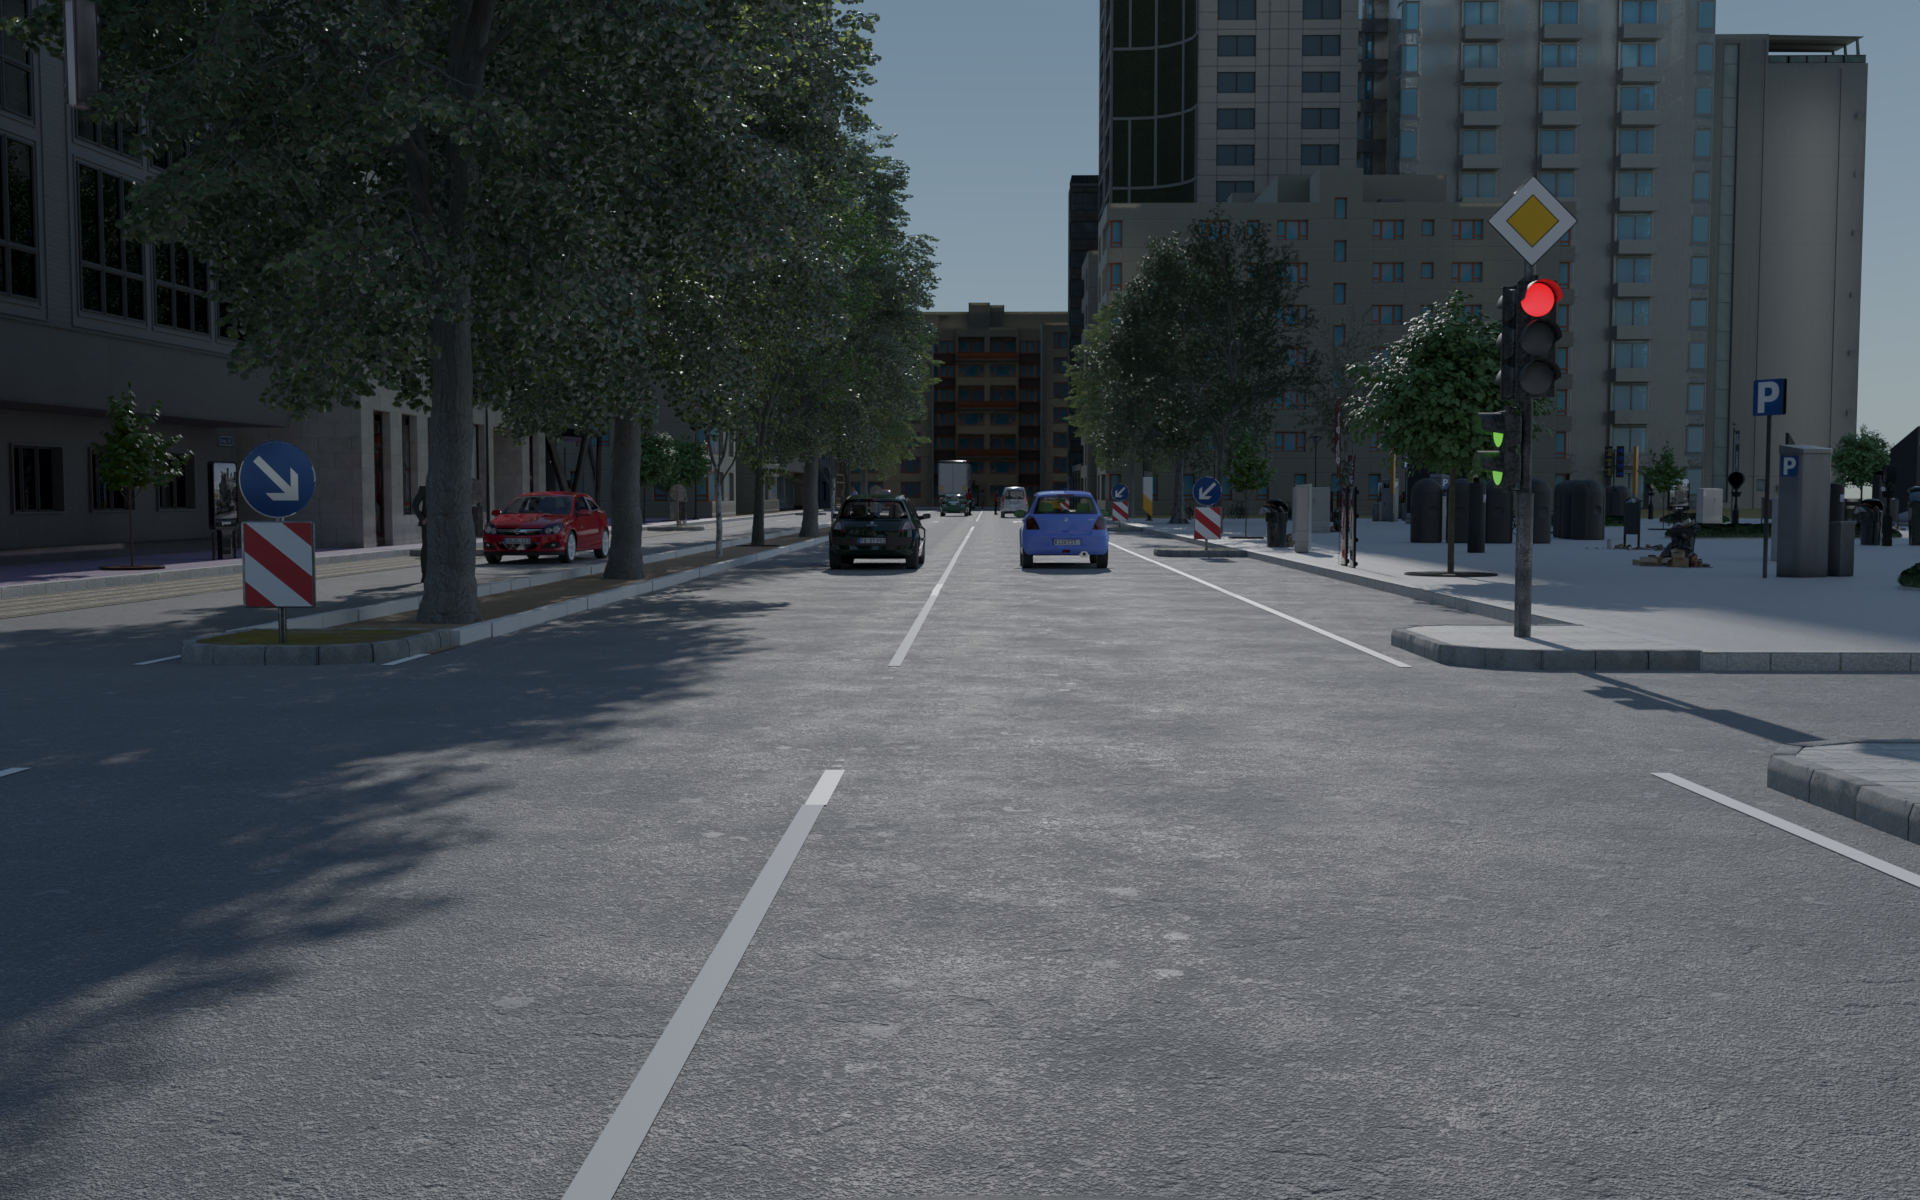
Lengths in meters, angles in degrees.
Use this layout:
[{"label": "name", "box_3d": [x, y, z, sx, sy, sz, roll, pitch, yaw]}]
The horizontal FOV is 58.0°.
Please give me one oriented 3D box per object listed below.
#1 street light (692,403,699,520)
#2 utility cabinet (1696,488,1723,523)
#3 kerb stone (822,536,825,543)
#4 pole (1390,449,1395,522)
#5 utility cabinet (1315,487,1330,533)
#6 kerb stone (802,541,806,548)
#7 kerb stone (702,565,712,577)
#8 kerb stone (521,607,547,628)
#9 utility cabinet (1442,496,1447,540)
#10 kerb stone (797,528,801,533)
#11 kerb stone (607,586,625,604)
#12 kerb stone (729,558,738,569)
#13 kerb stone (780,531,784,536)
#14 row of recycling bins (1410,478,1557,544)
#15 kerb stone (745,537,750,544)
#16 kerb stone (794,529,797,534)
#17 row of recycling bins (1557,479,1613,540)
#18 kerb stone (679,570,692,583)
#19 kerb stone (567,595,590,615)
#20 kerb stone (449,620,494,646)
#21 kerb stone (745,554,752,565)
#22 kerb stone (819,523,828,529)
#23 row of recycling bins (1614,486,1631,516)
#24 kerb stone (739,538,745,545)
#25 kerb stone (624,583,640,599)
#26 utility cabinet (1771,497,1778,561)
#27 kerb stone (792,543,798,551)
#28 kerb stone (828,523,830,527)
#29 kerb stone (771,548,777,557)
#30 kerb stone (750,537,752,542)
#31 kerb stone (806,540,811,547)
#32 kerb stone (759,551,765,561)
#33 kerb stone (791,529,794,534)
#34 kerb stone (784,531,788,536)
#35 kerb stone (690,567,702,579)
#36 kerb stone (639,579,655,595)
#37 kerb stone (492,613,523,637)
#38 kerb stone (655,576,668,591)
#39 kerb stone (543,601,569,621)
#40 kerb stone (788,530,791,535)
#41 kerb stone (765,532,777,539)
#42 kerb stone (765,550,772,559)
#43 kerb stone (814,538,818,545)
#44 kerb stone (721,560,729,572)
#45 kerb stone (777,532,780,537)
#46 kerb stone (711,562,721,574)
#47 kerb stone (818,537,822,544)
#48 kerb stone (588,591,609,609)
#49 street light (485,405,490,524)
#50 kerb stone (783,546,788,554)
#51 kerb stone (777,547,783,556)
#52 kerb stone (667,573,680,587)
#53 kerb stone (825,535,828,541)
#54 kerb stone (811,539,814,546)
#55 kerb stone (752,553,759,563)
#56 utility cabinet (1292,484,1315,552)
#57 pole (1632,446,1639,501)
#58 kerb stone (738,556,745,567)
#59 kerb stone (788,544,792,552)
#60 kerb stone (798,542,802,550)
[{"label": "street light", "box_3d": [-12.543, -6.914, 85.578, 1.470, 5.913, 1.316, 0, 4, 1]}, {"label": "utility cabinet", "box_3d": [28.386, -3.480, 65.577, 1.173, 1.500, 0.318, -2, 4, -32]}, {"label": "kerb stone", "box_3d": [-4.129, -1.736, 50.616, 0.120, 0.150, 1.000, 0, 4, 1]}, {"label": "pole", "box_3d": [19.733, -5.206, 78.960, 0.158, 3.312, 0.155, 0, 3, 0]}, {"label": "utility cabinet", "box_3d": [11.486, -2.934, 56.653, 1.173, 1.500, 0.318, 0, 4, 4]}, {"label": "kerb stone", "box_3d": [-4.219, -1.424, 45.483, 0.120, 0.150, 1.000, 0, 4, 1]}, {"label": "kerb stone", "box_3d": [-4.495, -0.484, 30.127, 0.120, 0.150, 1.000, 0, 4, 1]}, {"label": "kerb stone", "box_3d": [-4.709, 0.209, 18.852, 0.120, 0.150, 1.000, 0, 4, 1]}, {"label": "utility cabinet", "box_3d": [13.833, -2.304, 48.835, 1.020, 1.237, 0.306, -1, 4, -21]}, {"label": "kerb stone", "box_3d": [-5.993, -2.495, 62.992, 0.120, 0.150, 1.000, 0, 4, 1]}, {"label": "kerb stone", "box_3d": [-4.636, -0.046, 22.953, 0.120, 0.150, 1.000, 0, 4, 1]}, {"label": "kerb stone", "box_3d": [-4.441, -0.673, 33.200, 0.120, 0.150, 1.000, 0, 4, 1]}, {"label": "kerb stone", "box_3d": [-6.094, -2.183, 57.882, 0.120, 0.150, 1.000, 0, 4, 1]}, {"label": "row of recycling bins", "box_3d": [13.614, -2.335, 45.296, 3.534, 1.692, 1.069, 1, 4, 12]}, {"label": "kerb stone", "box_3d": [-6.237, -1.678, 49.676, 0.120, 0.150, 1.000, 0, 4, 1]}, {"label": "kerb stone", "box_3d": [-6.022, -2.433, 61.971, 0.120, 0.150, 1.000, 0, 4, 1]}, {"label": "row of recycling bins", "box_3d": [17.751, -2.613, 49.829, 1.069, 1.692, 3.534, 1, 4, 9]}, {"label": "kerb stone", "box_3d": [-4.540, -0.360, 28.080, 0.120, 0.150, 1.000, 0, 4, 1]}, {"label": "kerb stone", "box_3d": [-4.679, 0.079, 20.905, 0.120, 0.150, 1.000, 0, 4, 1]}, {"label": "kerb stone", "box_3d": [-4.756, 0.330, 16.808, 0.120, 0.150, 1.000, 0, 4, 1]}, {"label": "kerb stone", "box_3d": [-4.406, -0.795, 35.245, 0.120, 0.150, 1.000, 0, 4, 1]}, {"label": "kerb stone", "box_3d": [-5.809, -3.123, 73.257, 0.120, 0.150, 1.000, 0, 4, 1]}, {"label": "row of recycling bins", "box_3d": [32.337, -4.835, 86.168, 1.069, 1.692, 3.534, 0, 4, -3]}, {"label": "kerb stone", "box_3d": [-6.255, -1.613, 48.649, 0.120, 0.150, 1.000, 0, 4, 1]}, {"label": "kerb stone", "box_3d": [-4.620, -0.109, 23.975, 0.120, 0.150, 1.000, 0, 4, 1]}, {"label": "utility cabinet", "box_3d": [15.996, -1.350, 33.236, 1.020, 1.237, 0.306, -2, 4, -33]}, {"label": "kerb stone", "box_3d": [-4.250, -1.295, 43.436, 0.120, 0.150, 1.000, 0, 4, 1]}, {"label": "kerb stone", "box_3d": [-5.791, -3.186, 74.281, 0.120, 0.150, 1.000, 0, 4, 1]}, {"label": "kerb stone", "box_3d": [-4.331, -1.048, 39.340, 0.120, 0.150, 1.000, 0, 4, 1]}, {"label": "kerb stone", "box_3d": [-6.224, -1.741, 50.698, 0.120, 0.150, 1.000, 0, 4, 1]}, {"label": "kerb stone", "box_3d": [-4.194, -1.486, 46.517, 0.120, 0.150, 1.000, 0, 4, 1]}, {"label": "kerb stone", "box_3d": [-4.369, -0.923, 37.296, 0.120, 0.150, 1.000, 0, 4, 1]}, {"label": "kerb stone", "box_3d": [-6.034, -2.365, 60.949, 0.120, 0.150, 1.000, 0, 4, 1]}, {"label": "kerb stone", "box_3d": [-6.071, -2.243, 58.904, 0.120, 0.150, 1.000, 0, 4, 1]}, {"label": "kerb stone", "box_3d": [-4.529, -0.423, 29.105, 0.120, 0.150, 1.000, 0, 4, 1]}, {"label": "kerb stone", "box_3d": [-4.602, -0.171, 24.997, 0.120, 0.150, 1.000, 0, 4, 1]}, {"label": "kerb stone", "box_3d": [-4.723, 0.267, 17.829, 0.120, 0.150, 1.000, 0, 4, 1]}, {"label": "kerb stone", "box_3d": [-4.575, -0.235, 26.030, 0.120, 0.150, 1.000, 0, 4, 1]}, {"label": "kerb stone", "box_3d": [-4.695, 0.142, 19.874, 0.120, 0.150, 1.000, 0, 4, 1]}, {"label": "kerb stone", "box_3d": [-6.054, -2.308, 59.926, 0.120, 0.150, 1.000, 0, 4, 1]}, {"label": "kerb stone", "box_3d": [-6.117, -2.057, 55.824, 0.120, 0.150, 1.000, 0, 4, 1]}, {"label": "kerb stone", "box_3d": [-4.349, -0.981, 38.318, 0.120, 0.150, 1.000, 0, 4, 1]}, {"label": "kerb stone", "box_3d": [-4.167, -1.607, 48.569, 0.120, 0.150, 1.000, 0, 4, 1]}, {"label": "kerb stone", "box_3d": [-4.465, -0.610, 32.172, 0.120, 0.150, 1.000, 0, 4, 1]}, {"label": "kerb stone", "box_3d": [-6.109, -2.119, 56.850, 0.120, 0.150, 1.000, 0, 4, 1]}, {"label": "kerb stone", "box_3d": [-4.486, -0.548, 31.150, 0.120, 0.150, 1.000, 0, 4, 1]}, {"label": "kerb stone", "box_3d": [-4.137, -1.676, 49.593, 0.120, 0.150, 1.000, 0, 4, 1]}, {"label": "kerb stone", "box_3d": [-4.653, 0.016, 21.931, 0.120, 0.150, 1.000, 0, 4, 1]}, {"label": "street light", "box_3d": [-13.282, -4.774, 50.592, 1.470, 5.913, 1.316, 0, 4, 1]}, {"label": "kerb stone", "box_3d": [-4.296, -1.174, 41.384, 0.120, 0.150, 1.000, 0, 4, 1]}, {"label": "kerb stone", "box_3d": [-4.314, -1.110, 40.362, 0.120, 0.150, 1.000, 0, 4, 1]}, {"label": "kerb stone", "box_3d": [-4.557, -0.297, 27.057, 0.120, 0.150, 1.000, 0, 4, 1]}, {"label": "kerb stone", "box_3d": [-4.108, -1.801, 51.645, 0.120, 0.150, 1.000, 0, 4, 1]}, {"label": "kerb stone", "box_3d": [-4.183, -1.545, 47.547, 0.120, 0.150, 1.000, 0, 4, 1]}, {"label": "kerb stone", "box_3d": [-4.398, -0.858, 36.267, 0.120, 0.150, 1.000, 0, 4, 1]}, {"label": "utility cabinet", "box_3d": [7.557, -1.803, 38.166, 0.318, 1.500, 1.173, 1, 4, 14]}, {"label": "pole", "box_3d": [28.748, -4.887, 73.743, 0.158, 3.312, 0.155, 0, 3, 0]}, {"label": "kerb stone", "box_3d": [-4.432, -0.736, 34.223, 0.120, 0.150, 1.000, 0, 4, 1]}, {"label": "kerb stone", "box_3d": [-4.283, -1.231, 42.411, 0.120, 0.150, 1.000, 0, 4, 1]}, {"label": "kerb stone", "box_3d": [-4.236, -1.362, 44.461, 0.120, 0.150, 1.000, 0, 4, 1]}]
